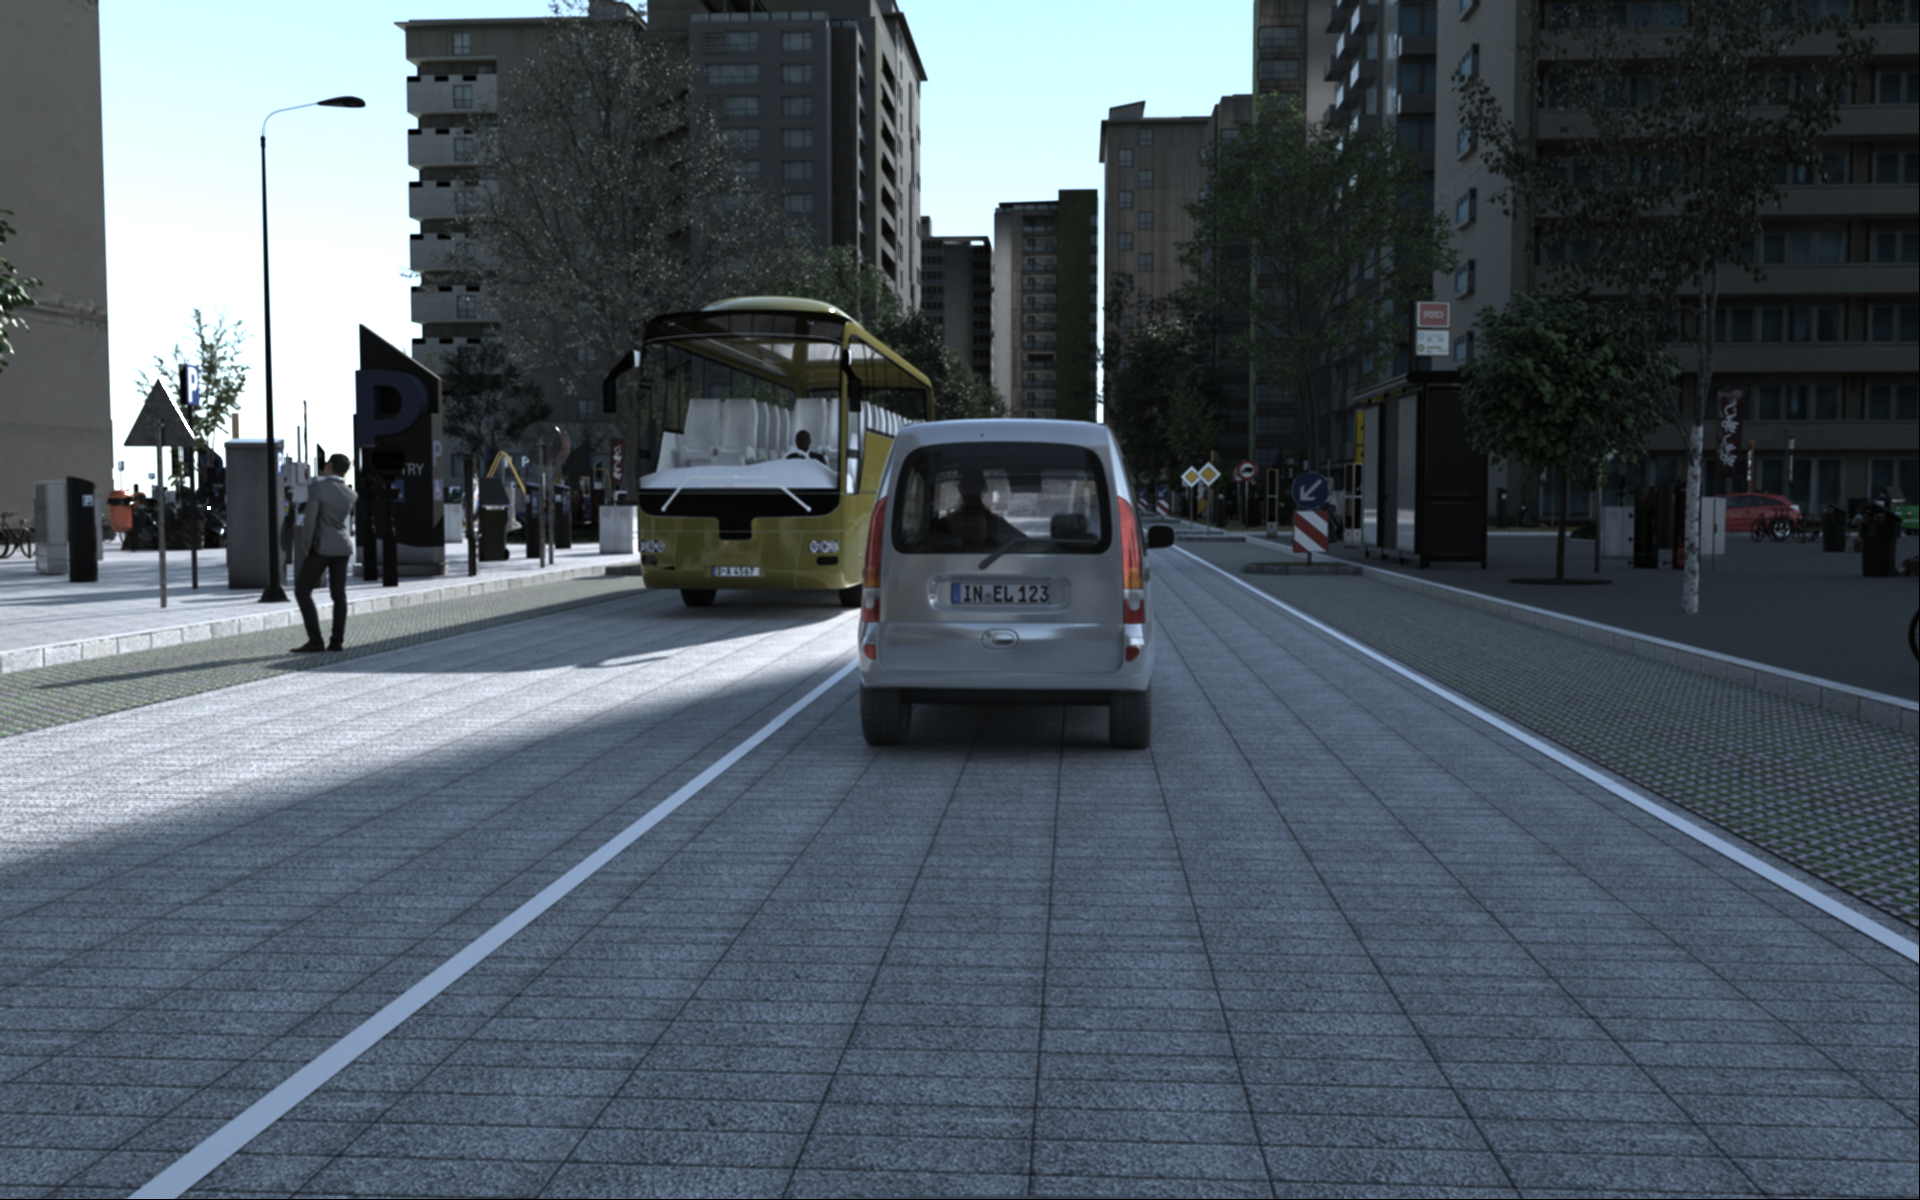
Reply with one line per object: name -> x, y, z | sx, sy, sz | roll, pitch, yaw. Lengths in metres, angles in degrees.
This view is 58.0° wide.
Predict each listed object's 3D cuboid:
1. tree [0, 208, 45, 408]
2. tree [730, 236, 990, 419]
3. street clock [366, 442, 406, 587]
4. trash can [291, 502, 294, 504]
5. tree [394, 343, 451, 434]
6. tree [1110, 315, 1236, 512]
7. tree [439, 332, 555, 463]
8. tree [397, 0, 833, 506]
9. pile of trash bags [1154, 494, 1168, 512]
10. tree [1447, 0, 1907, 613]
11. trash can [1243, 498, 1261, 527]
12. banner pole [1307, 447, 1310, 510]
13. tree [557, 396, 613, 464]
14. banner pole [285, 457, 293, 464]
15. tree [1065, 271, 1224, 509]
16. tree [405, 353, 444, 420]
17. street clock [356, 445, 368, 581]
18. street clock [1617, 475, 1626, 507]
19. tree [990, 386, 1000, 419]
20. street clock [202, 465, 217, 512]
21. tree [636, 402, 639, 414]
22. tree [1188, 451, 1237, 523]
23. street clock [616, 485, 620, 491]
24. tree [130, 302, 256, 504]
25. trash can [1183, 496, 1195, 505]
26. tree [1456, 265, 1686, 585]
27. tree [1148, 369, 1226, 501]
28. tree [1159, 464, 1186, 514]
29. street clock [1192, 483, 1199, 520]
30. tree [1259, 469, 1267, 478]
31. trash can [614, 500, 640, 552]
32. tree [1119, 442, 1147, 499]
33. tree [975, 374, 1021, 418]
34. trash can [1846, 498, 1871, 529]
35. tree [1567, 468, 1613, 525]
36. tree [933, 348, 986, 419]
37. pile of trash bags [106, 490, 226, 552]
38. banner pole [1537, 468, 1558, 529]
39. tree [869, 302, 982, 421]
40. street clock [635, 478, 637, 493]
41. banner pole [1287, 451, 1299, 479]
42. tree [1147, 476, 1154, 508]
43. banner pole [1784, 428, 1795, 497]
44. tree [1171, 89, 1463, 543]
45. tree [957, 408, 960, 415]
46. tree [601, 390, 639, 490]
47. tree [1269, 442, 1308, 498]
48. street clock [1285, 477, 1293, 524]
tree -> -9.379, -1.877, 14.396 | 4.285, 4.588, 4.351 | 0, 3, 0
tree -> -5.760, -8.741, 68.665 | 9.928, 11.665, 9.643 | 0, 3, 0
street clock -> -7.928, -1.191, 24.046 | 0.471, 2.002, 0.358 | -2, 4, -24
trash can -> -30.286, -4.064, 78.106 | 0.748, 1.137, 0.748 | 0, 3, 0
tree -> -26.546, -8.161, 83.793 | 4.737, 8.622, 4.395 | 0, 3, 0
tree -> 15.076, -13.213, 122.680 | 9.857, 13.997, 8.962 | 0, 3, 0
tree -> -26.919, -10.071, 99.065 | 8.767, 10.594, 7.601 | 1, 4, 9
tree -> -8.125, -8.047, 41.945 | 12.009, 13.543, 11.850 | 0, 3, 0
pile of trash bags -> 15.557, -7.102, 125.869 | 3.447, 1.369, 1.912 | 3, 5, 43
tree -> 7.731, -4.175, 18.619 | 4.360, 8.622, 3.978 | 0, 3, 0
trash can -> 11.387, -3.414, 67.465 | 0.748, 1.137, 0.748 | 0, 3, 0
banner pole -> 16.803, -5.704, 83.278 | 0.401, 3.779, 0.863 | 0, 4, 3
tree -> -28.027, -10.922, 128.944 | 4.360, 8.622, 3.978 | 0, 3, 0
banner pole -> -39.928, -6.890, 102.664 | 0.863, 3.779, 0.401 | 0, 4, 0
tree -> 15.737, -17.865, 147.974 | 12.611, 20.169, 13.585 | 0, 3, 0
tree -> -28.439, -8.498, 89.305 | 4.360, 8.622, 3.978 | 0, 3, 0
street clock -> -8.738, -1.287, 25.615 | 0.358, 2.002, 0.471 | -2, 4, -24
street clock -> 25.194, -3.756, 65.982 | 0.358, 2.002, 0.471 | 1, 4, 10
tree -> 0.034, -13.306, 143.304 | 9.928, 11.665, 9.643 | 0, 3, 0
street clock -> -18.913, -2.391, 43.670 | 0.358, 2.002, 0.471 | -3, 4, -38
tree -> -15.673, -8.799, 94.220 | 4.360, 8.622, 3.978 | 0, 3, 0
tree -> 11.407, -5.064, 77.402 | 1.663, 3.219, 1.824 | 0, 3, 0
street clock -> -24.653, -7.318, 124.223 | 0.358, 2.002, 0.471 | 2, 4, 29
tree -> -28.861, -7.070, 65.951 | 4.737, 8.622, 4.395 | 0, 3, 0
trash can -> 14.060, -5.776, 106.084 | 0.748, 1.137, 0.748 | 0, 3, 0
tree -> 8.678, -2.521, 24.934 | 4.285, 4.588, 4.351 | 0, 3, 0
tree -> 13.439, -9.259, 101.743 | 4.737, 8.622, 4.395 | 0, 3, 0
tree -> 14.058, -7.068, 110.163 | 1.663, 3.219, 1.824 | 0, 3, 0
street clock -> 11.531, -4.911, 84.870 | 0.358, 2.002, 0.471 | 1, 4, 15
tree -> 23.087, -8.305, 130.392 | 1.663, 3.219, 1.824 | 0, 3, 0
trash can -> -7.358, -1.652, 38.661 | 0.748, 1.137, 0.748 | 0, 3, 0
tree -> 18.825, -14.274, 183.747 | 4.737, 8.622, 4.395 | 0, 3, 0
tree -> 1.740, -16.263, 176.262 | 12.009, 13.543, 11.850 | 0, 3, 0
trash can -> 30.897, -2.932, 59.598 | 0.748, 1.137, 0.748 | 0, 3, 0
tree -> 23.309, -4.222, 63.631 | 1.663, 3.219, 1.824 | 0, 3, 0
tree -> -1.077, -13.222, 134.310 | 7.486, 12.596, 7.792 | 0, 3, 0
pile of trash bags -> -18.366, -1.834, 39.741 | 1.912, 1.369, 3.447 | 0, 4, 7
banner pole -> 21.630, -4.511, 63.769 | 0.401, 3.779, 0.863 | -3, 5, -44
tree -> -3.262, -11.433, 103.933 | 9.611, 12.733, 9.660 | 0, 3, 0
street clock -> -13.301, -4.132, 72.133 | 0.471, 2.002, 0.358 | 0, 4, -1
banner pole -> 19.358, -6.760, 100.545 | 0.863, 3.779, 0.401 | 1, 4, 15
tree -> 18.377, -10.460, 165.625 | 1.663, 3.219, 1.824 | 0, 3, 0
banner pole -> 31.575, -4.646, 65.987 | 0.863, 3.779, 0.401 | -3, 4, -37
tree -> 9.204, -7.327, 45.558 | 9.928, 11.665, 9.643 | 0, 3, 0
tree -> 3.375, -16.058, 196.961 | 8.767, 10.594, 7.601 | 0, 4, -3
tree -> -21.390, -10.091, 115.355 | 4.737, 8.622, 4.395 | 0, 3, 0
tree -> 21.241, -7.729, 110.087 | 4.285, 4.588, 4.351 | 0, 3, 0
street clock -> 14.101, -4.277, 74.503 | 0.471, 2.002, 0.358 | 3, 4, 38
